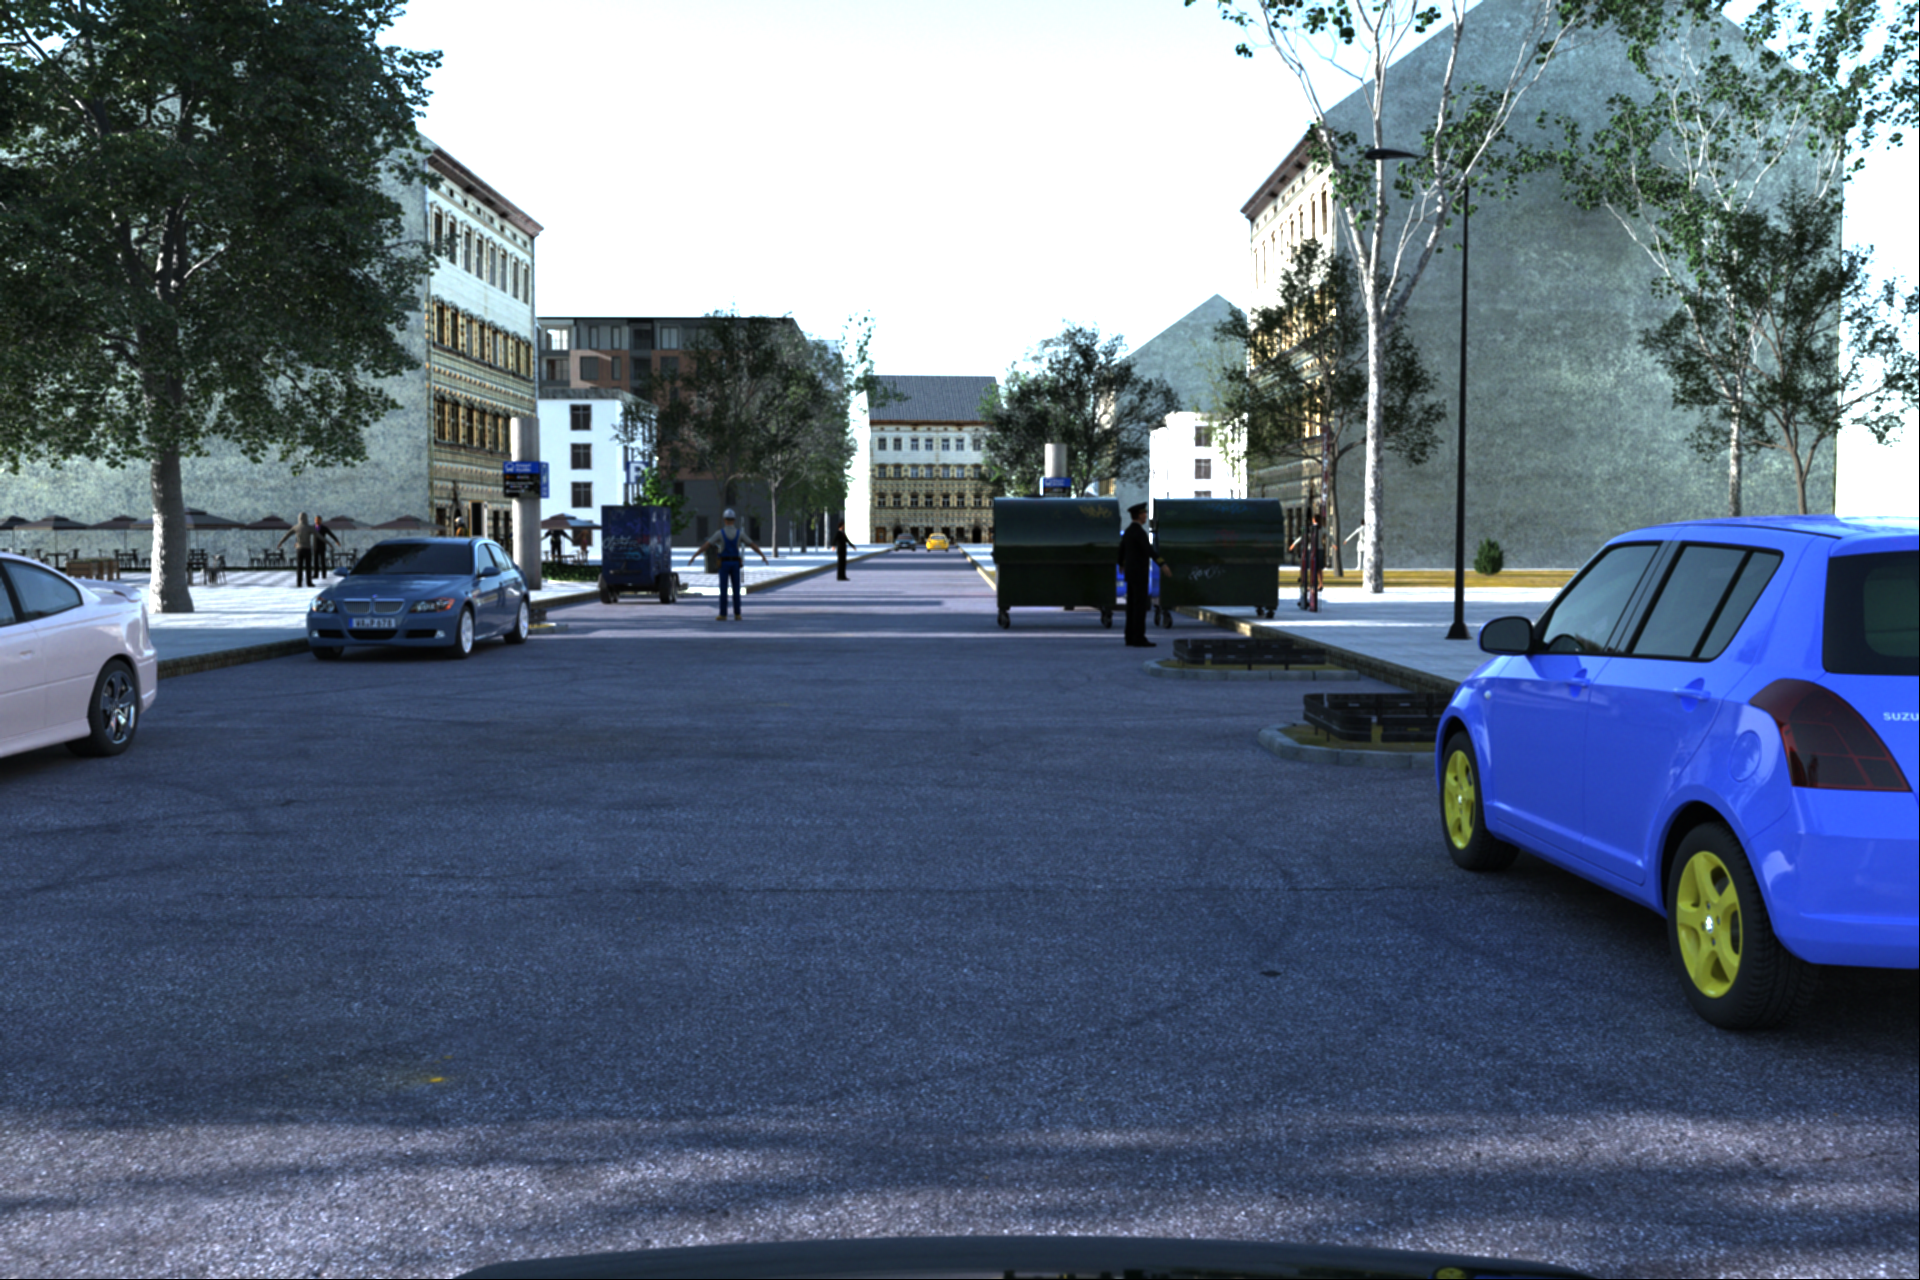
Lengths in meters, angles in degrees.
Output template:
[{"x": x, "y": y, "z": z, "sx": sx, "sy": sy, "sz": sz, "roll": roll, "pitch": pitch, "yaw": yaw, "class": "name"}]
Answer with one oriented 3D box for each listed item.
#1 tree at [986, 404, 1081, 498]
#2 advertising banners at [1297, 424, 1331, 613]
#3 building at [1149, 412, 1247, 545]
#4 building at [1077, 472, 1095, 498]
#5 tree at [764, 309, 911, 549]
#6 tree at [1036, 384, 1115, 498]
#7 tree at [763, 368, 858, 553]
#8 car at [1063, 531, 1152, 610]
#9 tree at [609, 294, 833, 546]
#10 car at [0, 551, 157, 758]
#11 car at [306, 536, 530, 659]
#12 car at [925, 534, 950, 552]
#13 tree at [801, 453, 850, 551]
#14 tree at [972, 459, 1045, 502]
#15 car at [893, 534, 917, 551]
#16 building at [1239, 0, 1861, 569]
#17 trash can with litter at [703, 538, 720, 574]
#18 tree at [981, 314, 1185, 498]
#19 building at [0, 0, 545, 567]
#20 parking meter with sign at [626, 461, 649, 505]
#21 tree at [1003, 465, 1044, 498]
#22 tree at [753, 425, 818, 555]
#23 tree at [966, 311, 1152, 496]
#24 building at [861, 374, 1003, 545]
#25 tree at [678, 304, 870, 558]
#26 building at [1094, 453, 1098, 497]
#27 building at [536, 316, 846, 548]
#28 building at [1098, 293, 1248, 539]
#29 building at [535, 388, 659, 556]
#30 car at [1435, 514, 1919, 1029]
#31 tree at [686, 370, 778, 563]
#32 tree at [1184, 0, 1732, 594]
[{"x": 5.411, "y": -11.242, "z": 118.213, "sx": 7.601, "sy": 10.594, "sz": 8.767, "roll": -2, "pitch": 4, "yaw": -23, "class": "tree"}, {"x": 5.845, "y": -1.982, "z": 28.588, "sx": 0.090, "sy": 3.025, "sz": 2.074, "roll": 0, "pitch": 4, "yaw": -1, "class": "advertising banners"}, {"x": 19.078, "y": -10.832, "z": 119.257, "sx": 9.099, "sy": 9.664, "sz": 28.070, "roll": 0, "pitch": 4, "yaw": 0, "class": "building"}, {"x": 19.919, "y": -16.533, "z": 212.456, "sx": 9.099, "sy": 9.664, "sz": 28.070, "roll": 0, "pitch": 4, "yaw": -1, "class": "building"}, {"x": -9.617, "y": -17.629, "z": 144.118, "sx": 12.611, "sy": 20.169, "sz": 13.585, "roll": 0, "pitch": 3, "yaw": 0, "class": "tree"}, {"x": 5.237, "y": -8.049, "z": 81.960, "sx": 4.360, "sy": 8.622, "sz": 3.978, "roll": 0, "pitch": 3, "yaw": 0, "class": "tree"}, {"x": -10.403, "y": -12.233, "z": 118.138, "sx": 7.486, "sy": 12.596, "sz": 7.792, "roll": 0, "pitch": 3, "yaw": 0, "class": "tree"}, {"x": 2.750, "y": -1.479, "z": 33.768, "sx": 1.945, "sy": 1.707, "sz": 3.694, "roll": 0, "pitch": 4, "yaw": 0, "class": "car"}, {"x": -9.491, "y": -8.172, "z": 68.033, "sx": 8.767, "sy": 10.594, "sz": 7.601, "roll": -1, "pitch": 4, "yaw": -20, "class": "tree"}, {"x": -6.343, "y": 0.153, "z": 9.861, "sx": 2.083, "sy": 1.381, "sz": 4.827, "roll": 0, "pitch": 4, "yaw": -1, "class": "car"}, {"x": -6.542, "y": -0.573, "z": 21.370, "sx": 2.014, "sy": 1.417, "sz": 4.499, "roll": 0, "pitch": 4, "yaw": -1, "class": "car"}, {"x": -1.790, "y": -7.894, "z": 139.283, "sx": 2.015, "sy": 1.641, "sz": 3.980, "roll": 0, "pitch": 4, "yaw": 0, "class": "car"}, {"x": -10.415, "y": -10.872, "z": 128.115, "sx": 4.737, "sy": 8.622, "sz": 4.395, "roll": 0, "pitch": 3, "yaw": 0, "class": "tree"}, {"x": 5.206, "y": -12.843, "z": 144.390, "sx": 8.767, "sy": 10.594, "sz": 7.601, "roll": 0, "pitch": 4, "yaw": -2, "class": "tree"}, {"x": -4.592, "y": -8.276, "z": 145.094, "sx": 2.009, "sy": 1.686, "sz": 4.222, "roll": 0, "pitch": 4, "yaw": 0, "class": "car"}, {"x": 22.746, "y": -14.732, "z": 71.792, "sx": 19.493, "sy": 23.208, "sz": 18.063, "roll": 0, "pitch": 3, "yaw": 0, "class": "building"}, {"x": -7.796, "y": -2.735, "z": 56.104, "sx": 1.055, "sy": 1.170, "sz": 0.624, "roll": 0, "pitch": 4, "yaw": 0, "class": "trash can with litter"}, {"x": 5.084, "y": -8.559, "z": 74.351, "sx": 8.767, "sy": 10.594, "sz": 7.601, "roll": -1, "pitch": 4, "yaw": -15, "class": "tree"}, {"x": -30.092, "y": -15.014, "z": 76.402, "sx": 19.493, "sy": 23.208, "sz": 18.063, "roll": 0, "pitch": 4, "yaw": -1, "class": "building"}, {"x": -7.727, "y": -2.821, "z": 42.384, "sx": 0.543, "sy": 3.016, "sz": 1.738, "roll": 0, "pitch": 4, "yaw": -1, "class": "parking meter with sign"}, {"x": 5.122, "y": -11.425, "z": 137.162, "sx": 4.737, "sy": 8.622, "sz": 4.395, "roll": 0, "pitch": 3, "yaw": 0, "class": "tree"}, {"x": -10.046, "y": -9.444, "z": 104.769, "sx": 4.360, "sy": 8.622, "sz": 3.978, "roll": 0, "pitch": 3, "yaw": 0, "class": "tree"}, {"x": 5.463, "y": -11.277, "z": 94.750, "sx": 12.009, "sy": 13.543, "sz": 11.850, "roll": 0, "pitch": 3, "yaw": 0, "class": "tree"}, {"x": -4.044, "y": -24.722, "z": 237.595, "sx": 18.063, "sy": 23.208, "sz": 19.493, "roll": 0, "pitch": 4, "yaw": -7, "class": "building"}, {"x": -9.910, "y": -11.158, "z": 92.797, "sx": 12.009, "sy": 13.543, "sz": 11.850, "roll": 0, "pitch": 3, "yaw": 0, "class": "tree"}, {"x": 20.006, "y": -20.516, "z": 191.853, "sx": 16.016, "sy": 20.090, "sz": 11.380, "roll": 0, "pitch": 4, "yaw": -1, "class": "building"}, {"x": -26.547, "y": -20.507, "z": 179.262, "sx": 27.936, "sy": 21.610, "sz": 32.646, "roll": 0, "pitch": 4, "yaw": -1, "class": "building"}, {"x": 23.363, "y": -20.568, "z": 167.217, "sx": 19.493, "sy": 23.208, "sz": 18.063, "roll": 0, "pitch": 3, "yaw": 0, "class": "building"}, {"x": -24.340, "y": -10.506, "z": 113.921, "sx": 9.099, "sy": 9.664, "sz": 28.070, "roll": 0, "pitch": 4, "yaw": -1, "class": "building"}, {"x": 2.980, "y": 0.200, "z": 6.321, "sx": 1.945, "sy": 1.707, "sz": 3.694, "roll": 0, "pitch": 4, "yaw": -1, "class": "car"}, {"x": -9.532, "y": -7.741, "z": 76.925, "sx": 4.360, "sy": 8.622, "sz": 3.978, "roll": 0, "pitch": 3, "yaw": 0, "class": "tree"}, {"x": 10.141, "y": -11.014, "z": 35.974, "sx": 12.611, "sy": 20.169, "sz": 13.585, "roll": 0, "pitch": 3, "yaw": 0, "class": "tree"}]
